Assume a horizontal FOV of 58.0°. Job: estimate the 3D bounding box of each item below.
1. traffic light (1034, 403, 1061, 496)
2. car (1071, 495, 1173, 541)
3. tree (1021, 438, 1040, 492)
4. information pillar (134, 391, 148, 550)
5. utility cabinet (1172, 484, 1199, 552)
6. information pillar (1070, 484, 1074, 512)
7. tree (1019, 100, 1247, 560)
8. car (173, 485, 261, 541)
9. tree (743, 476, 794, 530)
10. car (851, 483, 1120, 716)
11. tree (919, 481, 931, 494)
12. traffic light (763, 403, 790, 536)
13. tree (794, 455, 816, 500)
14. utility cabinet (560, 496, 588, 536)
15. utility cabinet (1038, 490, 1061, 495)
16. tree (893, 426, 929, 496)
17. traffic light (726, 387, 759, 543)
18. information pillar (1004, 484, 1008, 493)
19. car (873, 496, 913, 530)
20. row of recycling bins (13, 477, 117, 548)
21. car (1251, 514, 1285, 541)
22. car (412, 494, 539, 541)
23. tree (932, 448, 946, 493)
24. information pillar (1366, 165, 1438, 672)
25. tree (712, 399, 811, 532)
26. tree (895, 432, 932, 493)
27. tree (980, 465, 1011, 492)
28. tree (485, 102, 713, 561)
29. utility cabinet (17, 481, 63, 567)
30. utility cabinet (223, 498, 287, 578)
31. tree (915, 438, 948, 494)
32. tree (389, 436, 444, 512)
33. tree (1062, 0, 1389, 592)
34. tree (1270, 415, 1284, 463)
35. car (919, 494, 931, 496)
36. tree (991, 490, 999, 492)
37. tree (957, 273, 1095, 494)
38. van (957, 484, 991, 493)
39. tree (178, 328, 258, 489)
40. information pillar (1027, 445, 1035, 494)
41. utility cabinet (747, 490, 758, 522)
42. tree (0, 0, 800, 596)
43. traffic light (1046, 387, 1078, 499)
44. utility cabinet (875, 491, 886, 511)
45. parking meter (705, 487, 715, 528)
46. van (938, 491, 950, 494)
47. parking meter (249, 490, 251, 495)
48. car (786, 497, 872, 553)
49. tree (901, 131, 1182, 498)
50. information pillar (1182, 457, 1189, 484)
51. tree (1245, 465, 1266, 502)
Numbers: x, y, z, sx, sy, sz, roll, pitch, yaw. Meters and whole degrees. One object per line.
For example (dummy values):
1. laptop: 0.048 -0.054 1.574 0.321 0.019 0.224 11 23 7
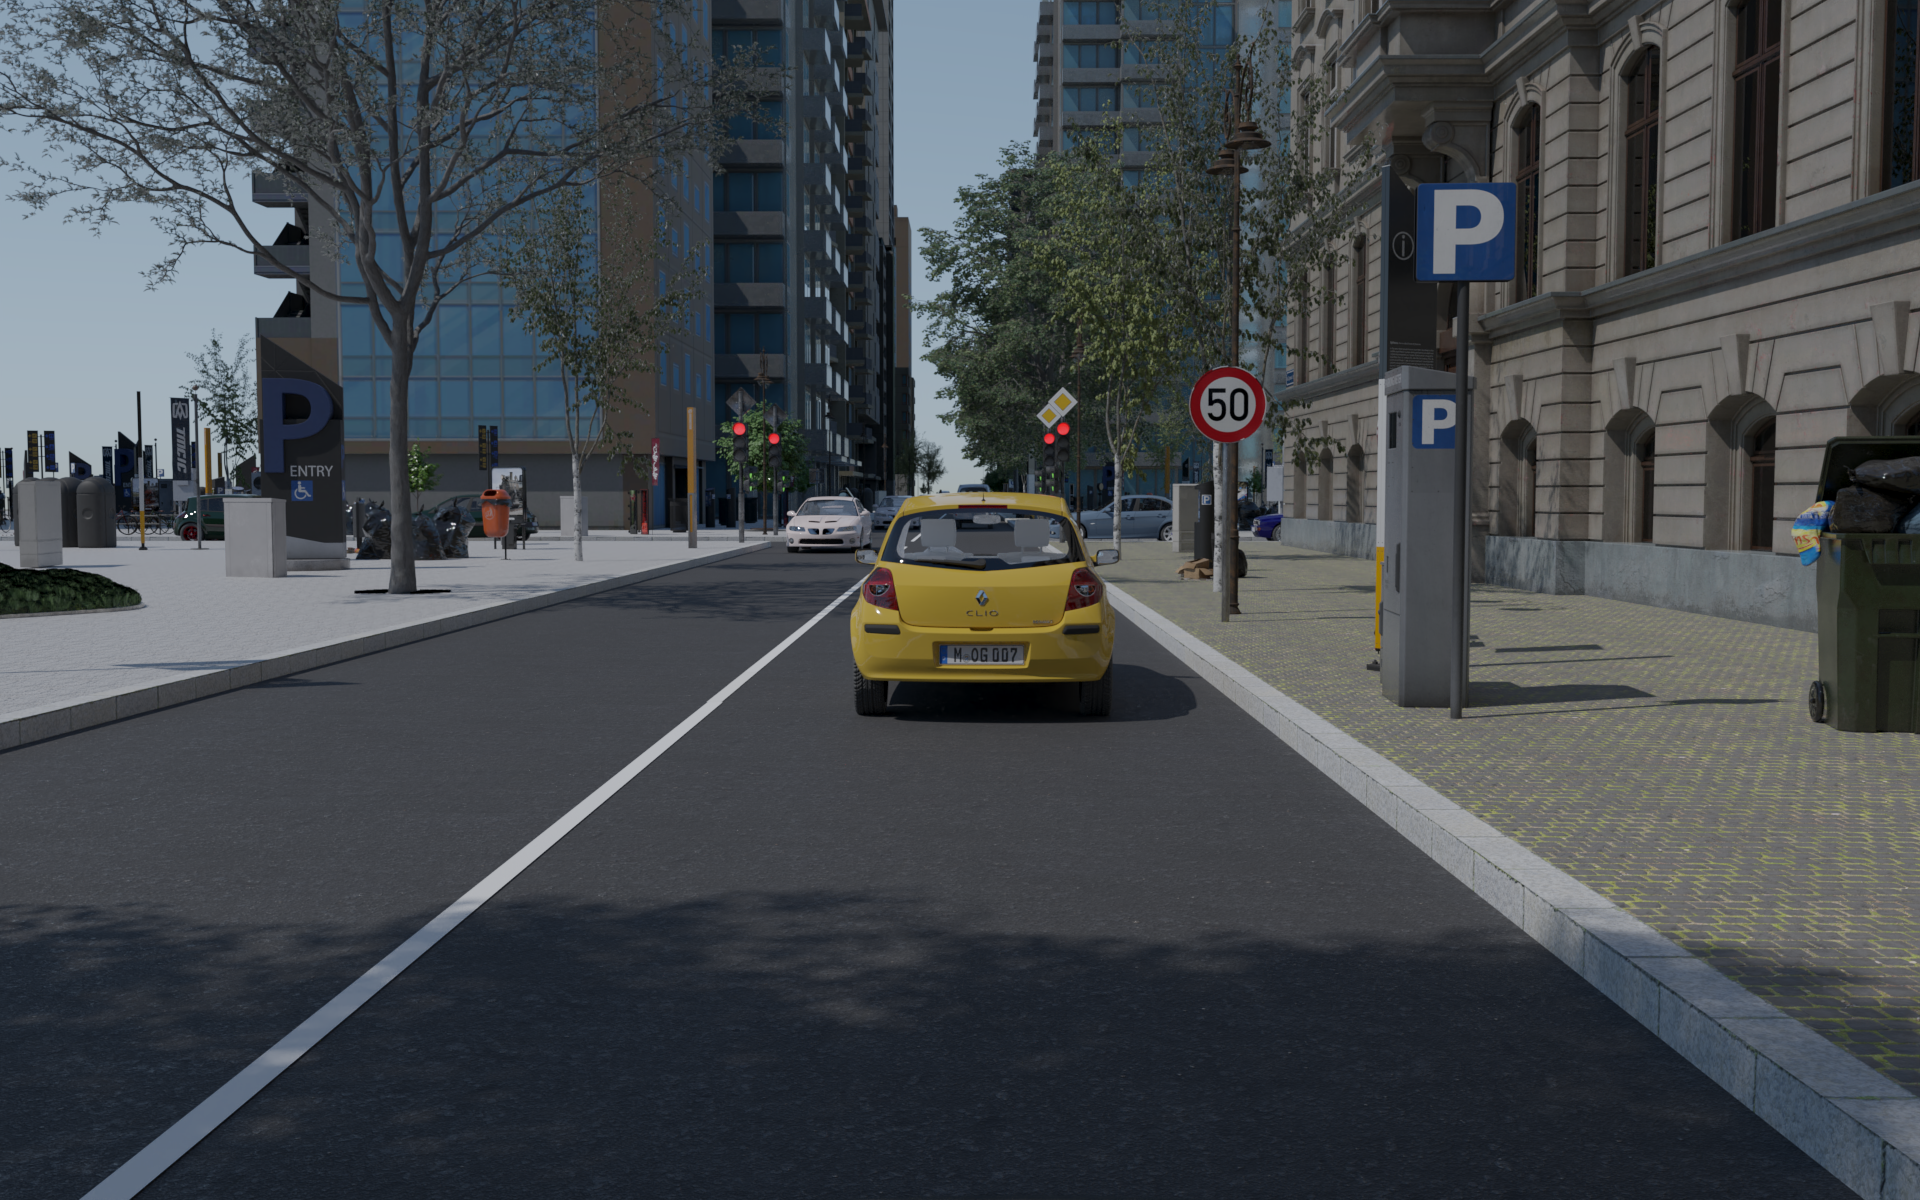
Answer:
1. traffic light: 2.724 -3.948 53.478 0.839 4.253 0.868 0 4 0
2. car: 4.741 -2.308 49.742 4.499 1.417 2.014 0 4 1
3. tree: 4.890 -11.071 131.372 4.360 8.622 3.978 0 3 0
4. information pillar: -18.747 -2.953 39.644 0.183 3.616 0.504 -2 4 -24
5. utility cabinet: 5.254 -1.789 37.933 1.173 1.500 0.318 -1 4 -21
6. information pillar: 8.064 -7.363 124.882 0.304 2.012 0.304 1 4 8
7. tree: 3.295 -5.079 33.402 4.737 8.622 4.395 0 3 0
8. car: -19.960 -2.390 48.863 4.222 1.686 2.009 0 4 -1
9. tree: -7.076 -4.152 62.488 1.663 3.219 1.824 0 3 0
10. car: 0.191 -0.149 12.653 2.015 1.641 3.980 0 4 2
11. tree: -5.367 -15.878 254.201 1.663 3.219 1.824 0 3 0
12. traffic light: -5.687 -3.951 53.513 0.839 4.253 0.868 0 4 0
13. tree: -7.022 -4.663 70.835 1.663 3.219 1.824 0 3 0
14. utility cabinet: -11.789 -2.556 52.950 1.020 1.237 0.306 3 5 41
15. utility cabinet: 4.536 -4.848 87.946 1.173 1.500 0.318 2 4 28
16. tree: -5.361 -14.518 187.739 4.360 8.622 3.978 0 3 0
17. traffic light: -5.736 -3.462 45.528 0.839 4.253 0.868 0 4 0
18. information pillar: 3.185 -7.096 120.509 0.304 2.012 0.304 0 4 5
19. car: -2.523 -3.605 71.298 2.083 1.381 4.827 0 4 1
20. row of recycling bins: -21.746 -2.133 41.989 3.534 1.692 1.069 2 4 33
21. car: 10.277 -2.240 49.209 3.894 1.354 1.945 0 4 2
22. car: -14.446 -2.495 50.575 4.222 1.686 2.009 0 4 2
23. tree: -4.608 -19.482 268.885 4.737 8.622 4.395 0 3 0
24. information pillar: 3.229 -1.297 12.559 0.504 3.616 0.183 -2 4 -28
25. tree: -6.813 -4.647 59.696 4.285 4.588 4.351 0 3 0
26. tree: -6.097 -15.586 205.195 4.737 8.622 4.395 0 3 0
27. tree: 4.281 -12.894 194.522 4.285 4.588 4.351 0 3 0
28. tree: -7.086 -5.037 32.714 4.360 8.622 3.978 0 3 0
29. utility cabinet: -16.122 -1.325 30.350 0.318 1.500 1.173 -1 4 -9
30. utility cabinet: -10.895 -0.956 26.795 1.020 1.237 0.306 2 4 25
31. tree: -5.566 -21.557 286.871 8.767 10.594 7.601 3 4 36
32. tree: -18.169 -3.883 58.095 1.663 3.219 1.824 0 3 0
33. tree: 3.381 -4.398 22.271 4.360 8.622 3.978 0 3 0
34. tree: 23.947 -10.570 123.183 4.737 8.622 4.395 0 3 0
35. car: -2.325 -6.862 124.197 2.014 1.417 4.499 0 4 2
36. tree: 4.411 -13.306 212.156 1.663 3.219 1.824 0 3 0
37. tree: 3.260 -10.221 85.233 7.486 12.596 7.792 0 3 0
38. van: 0.617 -4.012 72.605 2.013 2.044 4.112 0 4 2
39. tree: -32.660 -7.795 77.804 4.737 8.622 4.395 0 3 0
40. information pillar: 3.008 -5.020 73.435 0.183 3.616 0.504 2 4 35
41. utility cabinet: -9.295 -4.217 77.621 0.318 1.500 1.173 0 4 2
42. tree: -7.260 -6.836 22.134 12.009 13.543 11.850 0 3 0
43. traffic light: 2.675 -3.460 45.493 0.839 4.253 0.868 0 4 0
44. utility cabinet: -5.523 -6.832 120.382 0.318 1.500 1.173 2 4 24
45. parking meter: -9.550 -3.535 66.213 0.372 1.533 0.369 0 3 0
46. van: -1.846 -12.027 203.656 2.013 2.044 4.112 0 4 -1
47. parking meter: -39.001 -5.288 94.867 0.372 1.533 0.369 0 3 0
48. car: -3.264 -1.925 43.842 2.083 1.381 4.827 0 4 2
49. tree: 3.132 -9.415 60.594 9.857 13.997 8.962 0 3 0
50. information pillar: 14.251 -7.211 109.262 0.504 3.616 0.183 3 4 37
51. tree: 19.030 -7.096 110.613 1.663 3.219 1.824 0 3 0
